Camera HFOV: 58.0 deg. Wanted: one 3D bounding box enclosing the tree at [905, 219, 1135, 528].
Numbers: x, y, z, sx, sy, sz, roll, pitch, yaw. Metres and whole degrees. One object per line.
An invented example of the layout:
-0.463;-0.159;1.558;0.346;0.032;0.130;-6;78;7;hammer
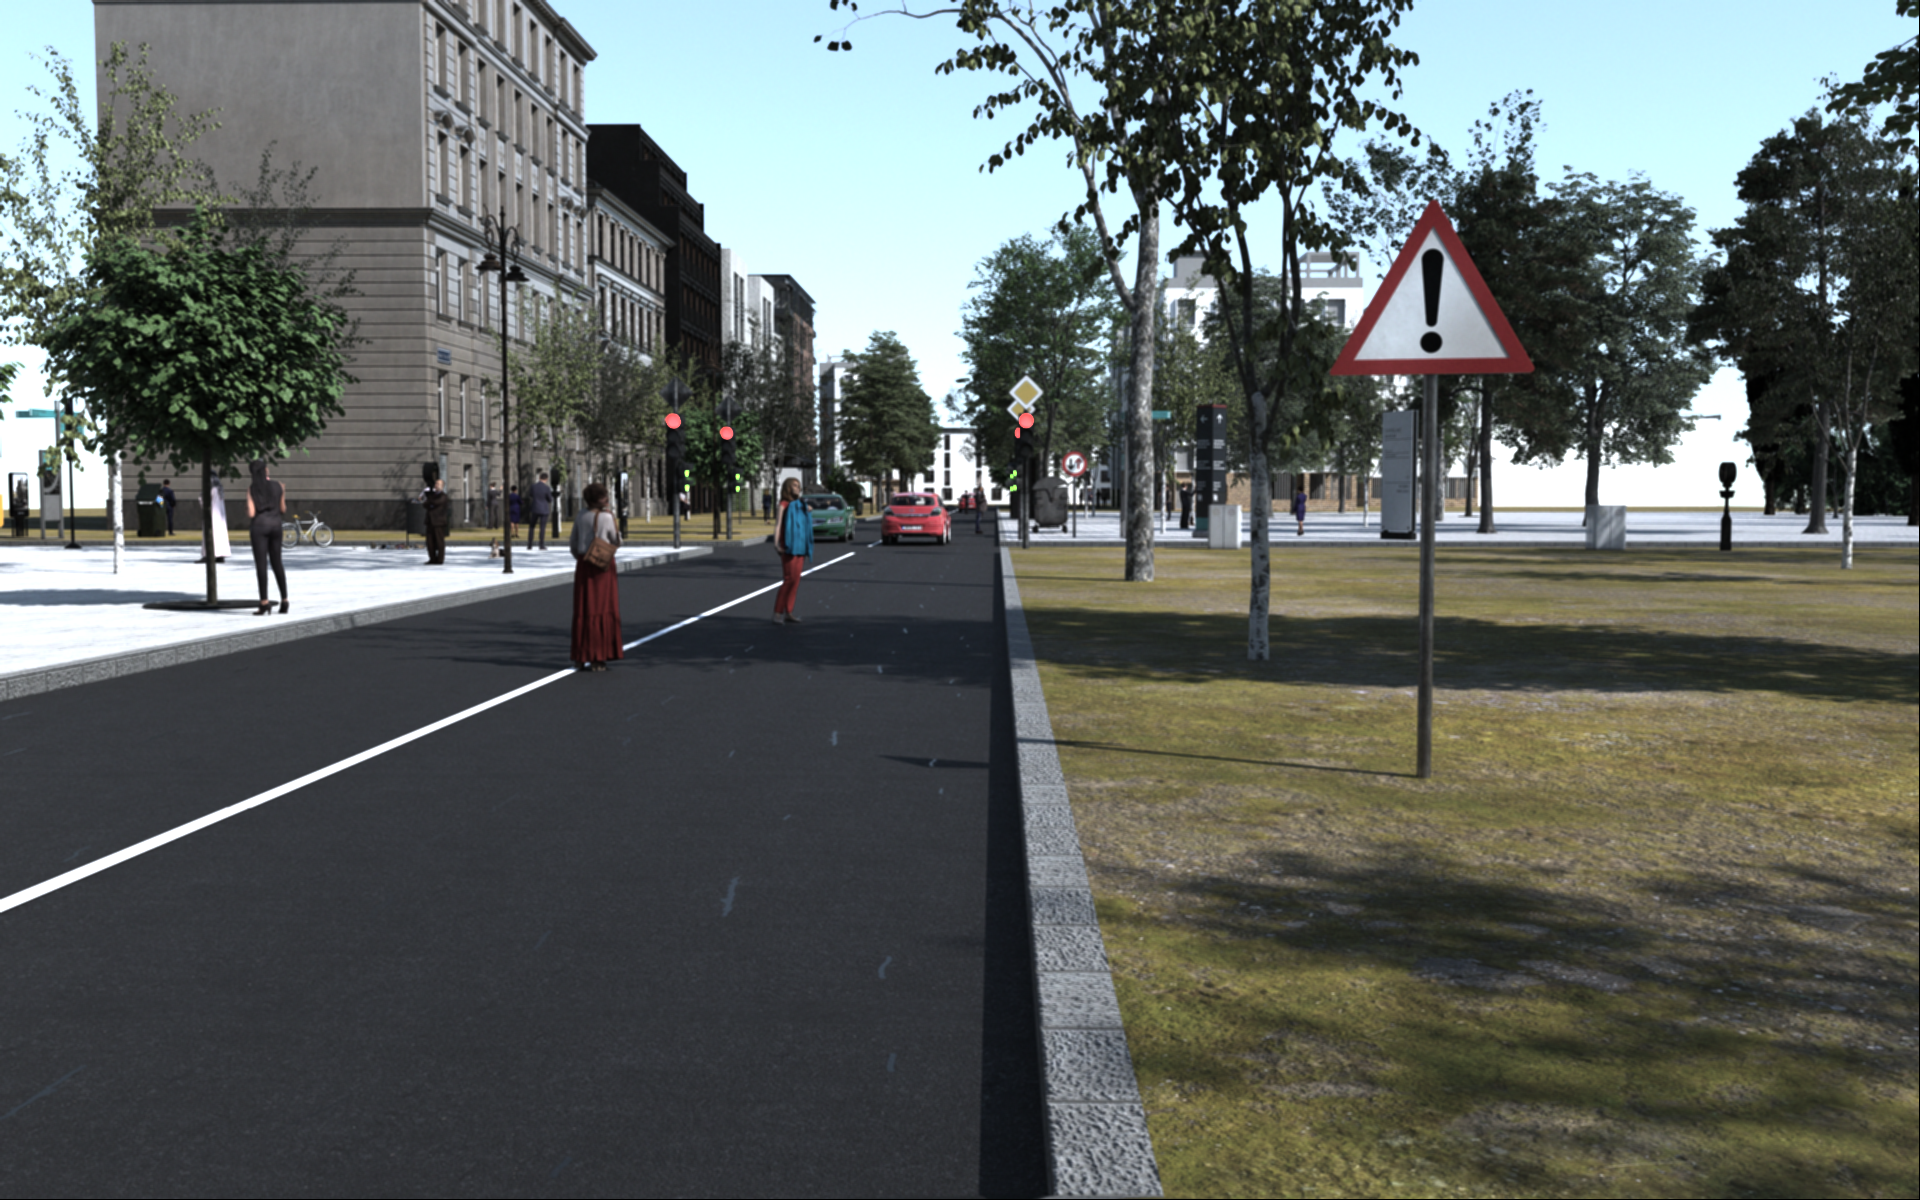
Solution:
3.335;-8.525;65.143;9.928;11.665;9.643;0;3;0;tree

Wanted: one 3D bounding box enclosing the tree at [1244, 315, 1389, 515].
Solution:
21.269;-11.611;107.962;7.486;12.596;7.792;0;3;0;tree

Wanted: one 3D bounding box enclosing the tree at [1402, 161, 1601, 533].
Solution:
17.204;-8.219;56.443;6.751;12.117;7.091;0;3;0;tree

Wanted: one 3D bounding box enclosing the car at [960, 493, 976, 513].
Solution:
0.792;-7.740;135.584;2.155;1.783;4.494;0;4;1;car

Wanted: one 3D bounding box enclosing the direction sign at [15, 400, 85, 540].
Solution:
-26.183;-3.704;49.324;1.411;3.948;2.525;0;4;6;direction sign

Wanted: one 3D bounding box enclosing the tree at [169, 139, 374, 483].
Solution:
-14.872;-5.293;36.908;4.360;8.622;3.978;0;3;0;tree

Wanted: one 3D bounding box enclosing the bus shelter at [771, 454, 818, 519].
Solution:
-8.677;-5.910;90.555;2.014;3.302;5.546;0;4;1;bus shelter

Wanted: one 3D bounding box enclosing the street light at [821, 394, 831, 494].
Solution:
-6.252;-6.576;80.309;0.468;5.910;1.993;0;4;1;street light

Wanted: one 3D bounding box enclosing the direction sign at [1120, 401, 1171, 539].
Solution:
5.323;-3.719;49.568;1.411;3.948;2.525;0;4;-3;direction sign

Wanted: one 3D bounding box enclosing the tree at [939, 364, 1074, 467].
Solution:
3.202;-10.541;106.752;8.767;10.594;7.601;-3;5;-40;tree

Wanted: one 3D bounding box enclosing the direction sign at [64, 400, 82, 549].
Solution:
-20.867;-2.975;40.645;0.379;3.537;0.876;-3;4;-37;direction sign

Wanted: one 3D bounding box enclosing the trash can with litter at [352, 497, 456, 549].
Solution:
-13.168;-1.824;40.879;2.233;1.210;1.678;0;4;-5;trash can with litter

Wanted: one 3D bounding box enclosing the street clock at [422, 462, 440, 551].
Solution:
-11.966;-2.120;39.226;0.358;2.002;0.471;0;4;3;street clock

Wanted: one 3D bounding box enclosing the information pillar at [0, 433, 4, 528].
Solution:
-22.281;-2.963;39.797;0.183;3.616;0.504;2;4;27;information pillar

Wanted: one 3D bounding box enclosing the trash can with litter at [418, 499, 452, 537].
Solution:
-15.743;-2.473;51.825;1.055;1.170;0.624;1;4;19;trash can with litter

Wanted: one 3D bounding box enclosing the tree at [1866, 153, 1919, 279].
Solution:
14.990;-4.471;23.466;4.737;8.622;4.395;0;3;0;tree

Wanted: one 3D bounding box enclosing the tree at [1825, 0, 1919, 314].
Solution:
9.165;-5.660;10.675;7.486;12.596;7.792;0;3;0;tree

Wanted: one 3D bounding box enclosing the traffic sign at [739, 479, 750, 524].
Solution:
-9.330;-4.489;73.406;0.884;2.594;0.081;0;4;4;traffic sign

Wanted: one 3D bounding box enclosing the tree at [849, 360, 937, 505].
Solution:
-5.732;-13.190;137.714;6.751;12.117;7.091;0;3;0;tree

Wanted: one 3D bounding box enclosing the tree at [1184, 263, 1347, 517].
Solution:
16.887;-11.512;94.871;9.857;13.997;8.962;0;3;0;tree

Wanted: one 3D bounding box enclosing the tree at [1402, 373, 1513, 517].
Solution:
28.856;-10.493;97.316;9.928;11.665;9.643;0;3;0;tree

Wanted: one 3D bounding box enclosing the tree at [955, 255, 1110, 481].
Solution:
3.448;-10.067;82.730;7.486;12.596;7.792;0;3;0;tree

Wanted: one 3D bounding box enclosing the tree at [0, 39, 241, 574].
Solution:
-13.775;-4.724;27.603;4.737;8.622;4.395;0;3;0;tree

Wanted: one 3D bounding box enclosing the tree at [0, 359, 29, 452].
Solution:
-7.847;-1.131;13.102;1.663;3.219;1.824;0;3;0;tree

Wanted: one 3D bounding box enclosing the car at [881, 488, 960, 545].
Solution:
-1.236;-2.494;49.813;2.155;1.783;4.494;0;4;2;car

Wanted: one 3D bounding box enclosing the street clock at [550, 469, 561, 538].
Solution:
-11.760;-2.796;50.289;0.358;2.002;0.471;-1;4;-16;street clock

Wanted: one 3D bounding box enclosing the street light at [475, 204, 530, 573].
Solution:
-7.344;-3.374;27.959;0.468;5.910;1.993;0;4;1;street light

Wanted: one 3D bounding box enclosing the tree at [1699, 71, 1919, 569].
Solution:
15.221;-4.855;29.734;4.360;8.622;3.978;0;3;0;tree

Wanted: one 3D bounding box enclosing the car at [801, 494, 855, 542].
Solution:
-4.238;-2.512;52.867;2.131;1.459;4.920;0;4;1;car

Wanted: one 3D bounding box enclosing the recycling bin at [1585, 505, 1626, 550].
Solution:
14.874;-1.672;39.891;0.722;1.027;0.722;0;4;4;recycling bin

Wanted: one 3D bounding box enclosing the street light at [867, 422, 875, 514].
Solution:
-5.665;-8.446;110.874;0.468;5.910;1.993;0;4;1;street light

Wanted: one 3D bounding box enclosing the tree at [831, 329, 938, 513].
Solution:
-5.333;-12.305;119.313;7.486;12.596;7.792;0;3;0;tree

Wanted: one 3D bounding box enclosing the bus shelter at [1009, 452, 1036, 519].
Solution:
3.165;-6.108;91.142;1.731;3.624;6.357;0;4;1;bus shelter

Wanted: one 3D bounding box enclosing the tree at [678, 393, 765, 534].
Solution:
-7.792;-4.433;56.191;4.285;4.588;4.351;0;3;0;tree

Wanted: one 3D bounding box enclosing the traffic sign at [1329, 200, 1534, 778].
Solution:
2.098;-0.475;7.764;0.884;2.594;0.081;1;4;9;traffic sign

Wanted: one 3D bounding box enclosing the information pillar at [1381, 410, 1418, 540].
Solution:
12.442;-3.533;49.077;0.184;3.620;1.656;-1;4;-17;information pillar

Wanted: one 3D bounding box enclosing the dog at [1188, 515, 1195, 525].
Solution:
9.335;-3.252;70.913;0.748;0.427;0.550;0;4;-7;dog

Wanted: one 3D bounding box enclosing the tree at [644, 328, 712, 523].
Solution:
-13.988;-7.778;77.525;4.737;8.622;4.395;0;3;0;tree

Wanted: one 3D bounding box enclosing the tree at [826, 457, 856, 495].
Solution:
-6.193;-5.790;89.270;1.663;3.219;1.824;0;3;0;tree

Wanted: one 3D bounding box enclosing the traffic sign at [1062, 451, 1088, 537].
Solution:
3.380;-3.121;51.135;0.768;2.556;0.104;0;4;2;traffic sign

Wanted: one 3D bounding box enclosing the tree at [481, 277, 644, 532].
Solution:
-13.700;-6.577;57.894;4.737;8.622;4.395;0;3;0;tree

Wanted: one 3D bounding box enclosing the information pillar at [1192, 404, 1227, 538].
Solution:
7.297;-3.729;50.354;0.750;3.857;0.750;-3;5;-41;information pillar

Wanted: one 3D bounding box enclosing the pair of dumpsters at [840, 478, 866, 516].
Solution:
-6.466;-6.136;102.825;1.574;2.255;4.436;0;4;1;pair of dumpsters

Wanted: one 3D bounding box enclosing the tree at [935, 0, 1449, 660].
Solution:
2.113;-3.834;13.053;4.737;8.622;4.395;0;3;0;tree

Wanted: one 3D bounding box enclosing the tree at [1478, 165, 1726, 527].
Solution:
25.039;-9.865;67.942;9.857;13.997;8.962;0;3;0;tree

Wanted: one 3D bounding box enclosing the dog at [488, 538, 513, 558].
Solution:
-9.257;-1.054;34.973;0.748;0.427;0.550;-3;5;-41;dog

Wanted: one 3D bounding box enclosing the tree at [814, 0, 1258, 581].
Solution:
2.914;-10.432;26.453;12.611;20.169;13.585;0;3;0;tree

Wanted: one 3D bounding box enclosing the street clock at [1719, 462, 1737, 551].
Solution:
17.385;-2.122;39.270;0.358;2.002;0.471;0;4;3;street clock

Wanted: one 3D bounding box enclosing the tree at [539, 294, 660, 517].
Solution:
-13.533;-6.963;64.208;4.360;8.622;3.978;0;3;0;tree

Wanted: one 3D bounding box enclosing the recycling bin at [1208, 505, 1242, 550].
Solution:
6.179;-1.703;40.391;0.722;1.027;0.722;1;4;14;recycling bin

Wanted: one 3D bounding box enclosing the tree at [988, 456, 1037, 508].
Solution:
5.125;-10.932;162.448;4.285;4.588;4.351;0;3;0;tree

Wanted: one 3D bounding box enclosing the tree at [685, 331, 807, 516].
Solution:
-12.200;-10.089;99.368;7.601;10.594;8.767;1;4;8;tree

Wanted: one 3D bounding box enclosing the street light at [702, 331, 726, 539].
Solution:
-6.967;-4.673;49.184;0.468;5.910;1.993;0;4;1;street light

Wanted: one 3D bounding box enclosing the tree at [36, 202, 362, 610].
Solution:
-8.620;-2.205;19.768;4.285;4.588;4.351;0;3;0;tree

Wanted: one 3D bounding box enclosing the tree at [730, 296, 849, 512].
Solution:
-6.821;-7.031;65.311;4.360;8.622;3.978;0;3;0;tree

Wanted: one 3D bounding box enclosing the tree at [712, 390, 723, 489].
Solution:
-13.786;-8.461;88.697;4.737;8.622;4.395;0;3;0;tree

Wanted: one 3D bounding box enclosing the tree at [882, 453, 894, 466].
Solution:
-5.158;-14.917;169.642;9.928;11.665;9.643;0;3;0;tree
